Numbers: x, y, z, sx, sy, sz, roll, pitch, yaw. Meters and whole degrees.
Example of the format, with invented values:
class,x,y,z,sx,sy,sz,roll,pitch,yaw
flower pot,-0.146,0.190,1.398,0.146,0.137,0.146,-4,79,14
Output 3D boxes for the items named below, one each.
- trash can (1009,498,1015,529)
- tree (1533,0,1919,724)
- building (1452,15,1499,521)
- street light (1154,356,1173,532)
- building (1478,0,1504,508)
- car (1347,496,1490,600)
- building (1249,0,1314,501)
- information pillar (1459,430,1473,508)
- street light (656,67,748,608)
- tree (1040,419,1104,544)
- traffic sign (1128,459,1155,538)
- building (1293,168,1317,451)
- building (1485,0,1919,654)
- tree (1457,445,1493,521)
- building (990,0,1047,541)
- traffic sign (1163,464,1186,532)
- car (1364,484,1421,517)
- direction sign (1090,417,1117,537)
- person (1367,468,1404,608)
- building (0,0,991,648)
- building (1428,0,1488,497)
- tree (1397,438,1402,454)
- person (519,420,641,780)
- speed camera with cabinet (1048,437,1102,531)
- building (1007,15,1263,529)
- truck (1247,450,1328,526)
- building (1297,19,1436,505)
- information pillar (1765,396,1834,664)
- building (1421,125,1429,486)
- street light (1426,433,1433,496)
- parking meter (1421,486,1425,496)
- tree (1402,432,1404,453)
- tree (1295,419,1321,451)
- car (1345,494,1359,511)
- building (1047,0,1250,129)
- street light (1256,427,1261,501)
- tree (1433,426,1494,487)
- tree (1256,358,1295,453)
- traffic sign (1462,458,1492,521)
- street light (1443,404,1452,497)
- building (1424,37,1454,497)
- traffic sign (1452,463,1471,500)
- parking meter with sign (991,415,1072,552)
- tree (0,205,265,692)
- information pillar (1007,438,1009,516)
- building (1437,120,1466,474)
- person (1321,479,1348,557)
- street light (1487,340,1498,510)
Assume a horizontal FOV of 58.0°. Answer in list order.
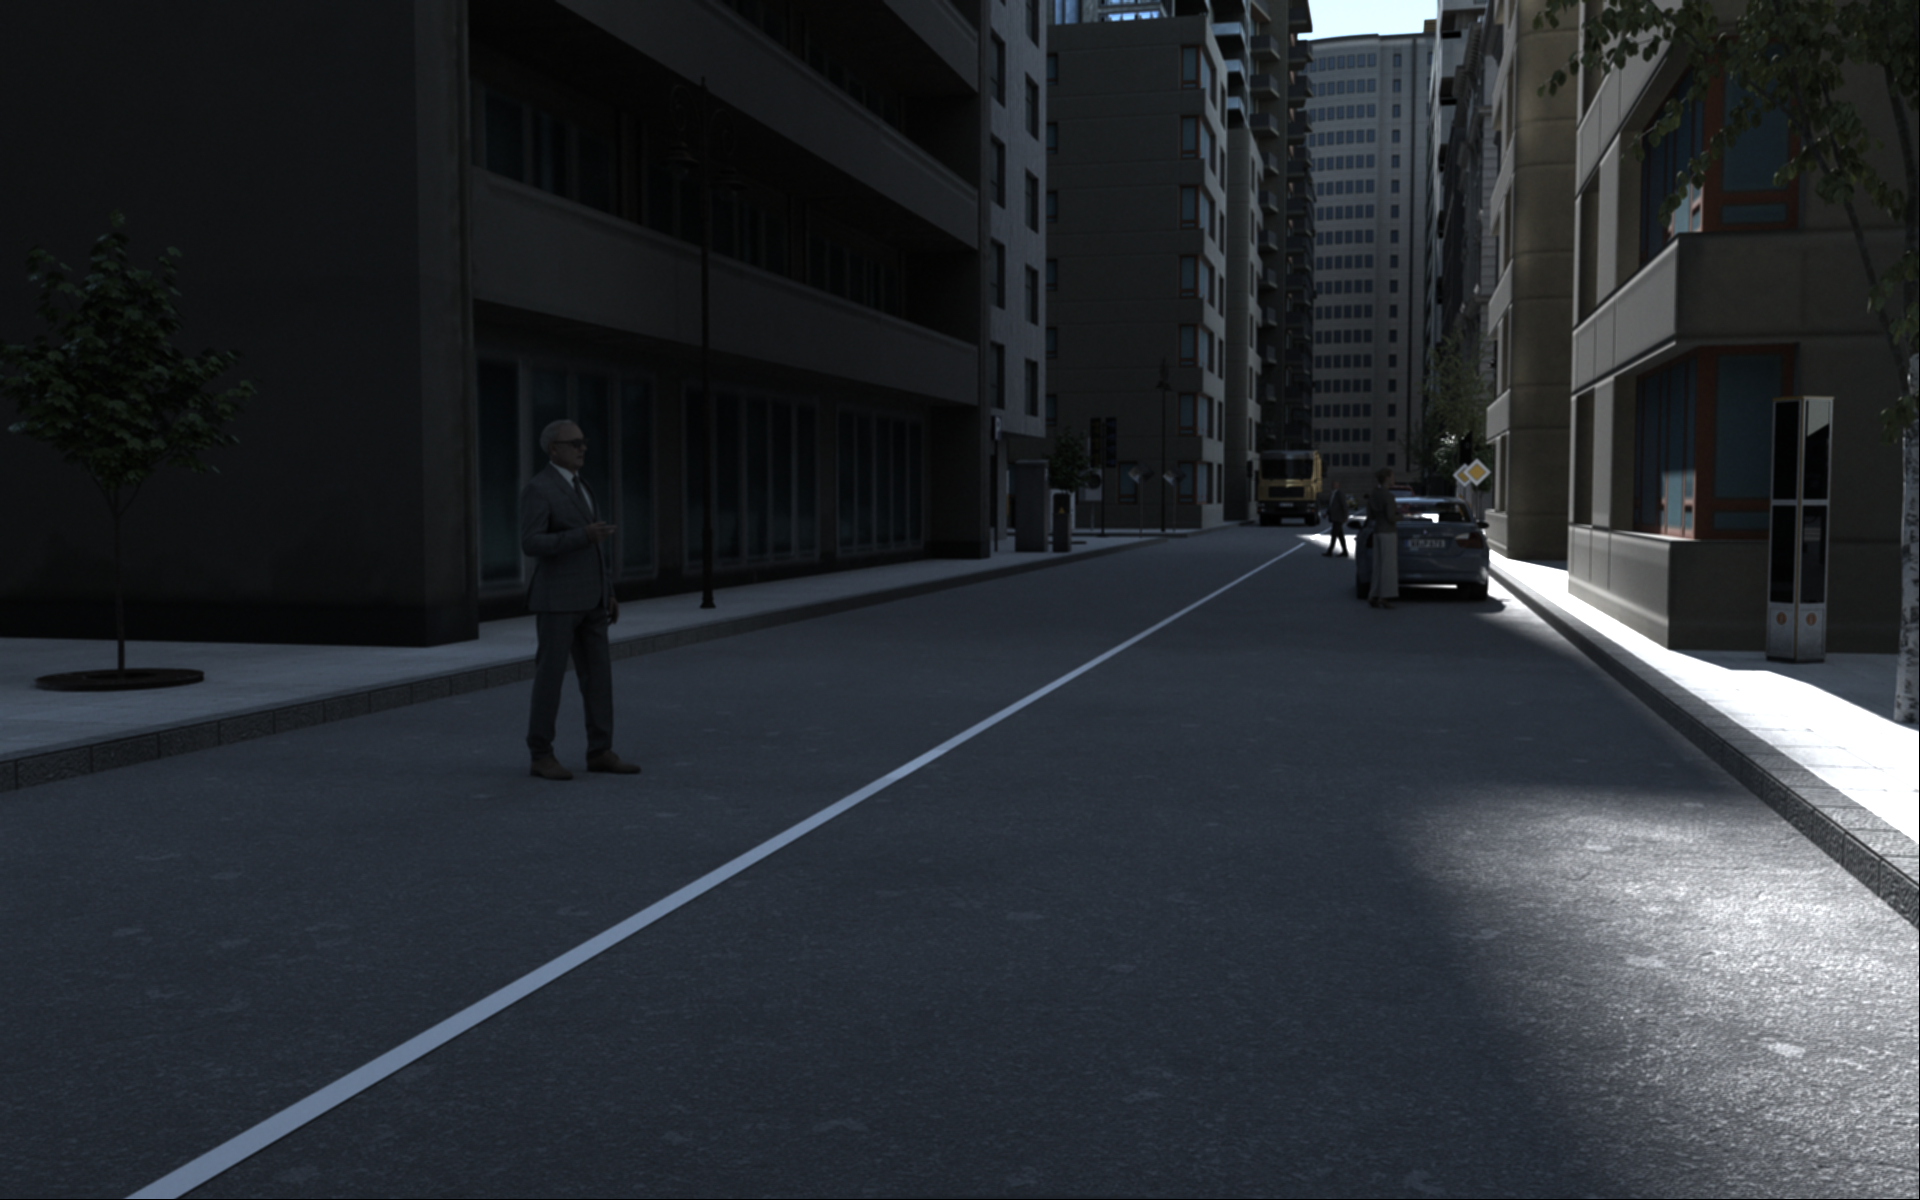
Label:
class,x,y,z,sx,sy,sz,roll,pitch,yaw
trash can,2.184,-3.199,63.955,0.748,1.137,0.748,0,3,0
tree,5.108,-3.616,9.482,4.737,8.622,4.395,0,3,0
building,33.579,-18.635,92.064,14.401,28.519,23.554,1,4,14
street light,6.862,-5.233,58.344,0.468,5.910,1.993,1,4,14
building,28.546,-13.570,58.027,21.152,22.565,11.583,1,4,14
car,6.564,-0.783,24.804,2.014,1.417,4.499,1,4,13
building,18.238,-30.117,147.041,22.147,44.769,28.867,1,4,14
information pillar,18.631,-4.430,63.791,0.183,3.616,0.504,-3,5,-40
street light,-2.840,-2.847,19.334,0.468,5.910,1.993,1,4,14
tree,2.901,-3.072,44.832,1.663,3.219,1.824,0,3,0
traffic sign,5.262,-2.856,50.334,0.795,2.450,0.064,1,4,14
building,27.155,-30.612,192.393,23.993,40.220,32.217,1,4,14
building,22.733,-10.963,24.289,27.650,21.520,28.899,1,4,14
tree,20.703,-4.525,68.593,1.663,3.219,1.824,0,3,0
building,-5.231,-16.794,46.288,14.107,30.474,14.160,1,4,14
traffic sign,7.191,-3.330,58.083,0.795,2.450,0.064,1,4,14
car,17.567,-3.772,70.353,2.281,1.827,5.304,1,4,12
direction sign,4.248,-3.634,51.406,0.876,3.537,0.379,2,4,35
person,5.350,-0.773,21.696,0.362,1.759,0.519,-1,4,-21
building,-12.261,-24.588,25.715,21.300,48.544,21.600,1,4,14
building,55.135,-34.302,150.077,28.713,52.752,27.495,1,4,14
tree,35.872,-11.160,132.833,4.737,8.622,4.395,0,3,0
person,-1.902,-0.003,8.731,0.590,1.801,0.661,1,4,21
speed camera with cabinet,3.919,-4.019,60.039,2.038,3.252,0.660,-1,4,-22
building,-1.083,-14.377,80.108,27.650,21.520,28.899,1,4,14
truck,15.103,-5.091,79.156,3.469,3.379,9.791,1,4,13
building,51.158,-41.506,220.614,28.212,58.520,21.231,1,4,14
information pillar,6.382,-0.531,13.173,0.304,2.012,0.304,-1,4,-19
building,58.999,-31.172,193.264,14.154,41.232,14.086,1,4,14
street light,34.655,-9.486,127.888,0.468,5.910,1.993,1,4,14
parking meter,33.143,-7.234,123.985,0.255,1.863,0.399,0,4,8
tree,21.730,-7.604,74.684,4.737,8.622,4.395,0,3,0
tree,32.379,-13.151,165.378,4.360,8.622,3.978,0,3,0
car,33.887,-8.635,151.403,2.015,1.641,3.980,1,4,15
building,9.039,-49.050,114.644,22.319,86.520,31.000,1,4,14
street light,17.141,-7.765,99.738,0.468,5.910,1.993,1,4,14
tree,23.406,-5.854,79.431,4.285,4.588,4.351,0,3,0
tree,15.565,-8.770,93.747,4.360,8.622,3.978,0,3,0
traffic sign,14.326,-2.717,48.066,0.795,2.450,0.064,1,4,14
street light,24.261,-6.931,86.107,0.468,5.910,1.993,1,4,14
building,58.363,-33.707,174.819,21.300,48.544,21.600,1,4,14
traffic sign,16.254,-3.191,55.816,0.795,2.450,0.064,1,4,14
parking meter with sign,1.596,-2.574,38.343,1.738,3.016,0.543,1,4,17
tree,-5.558,-1.045,11.687,1.663,3.219,1.824,0,3,0
information pillar,1.498,-4.193,59.906,0.183,3.616,0.504,3,5,39
building,39.568,-19.667,115.063,14.314,27.812,24.014,1,4,14
person,8.527,-1.871,39.488,0.834,1.777,0.661,-2,4,-24
street light,14.703,-4.572,47.537,0.468,5.910,1.993,1,4,14
